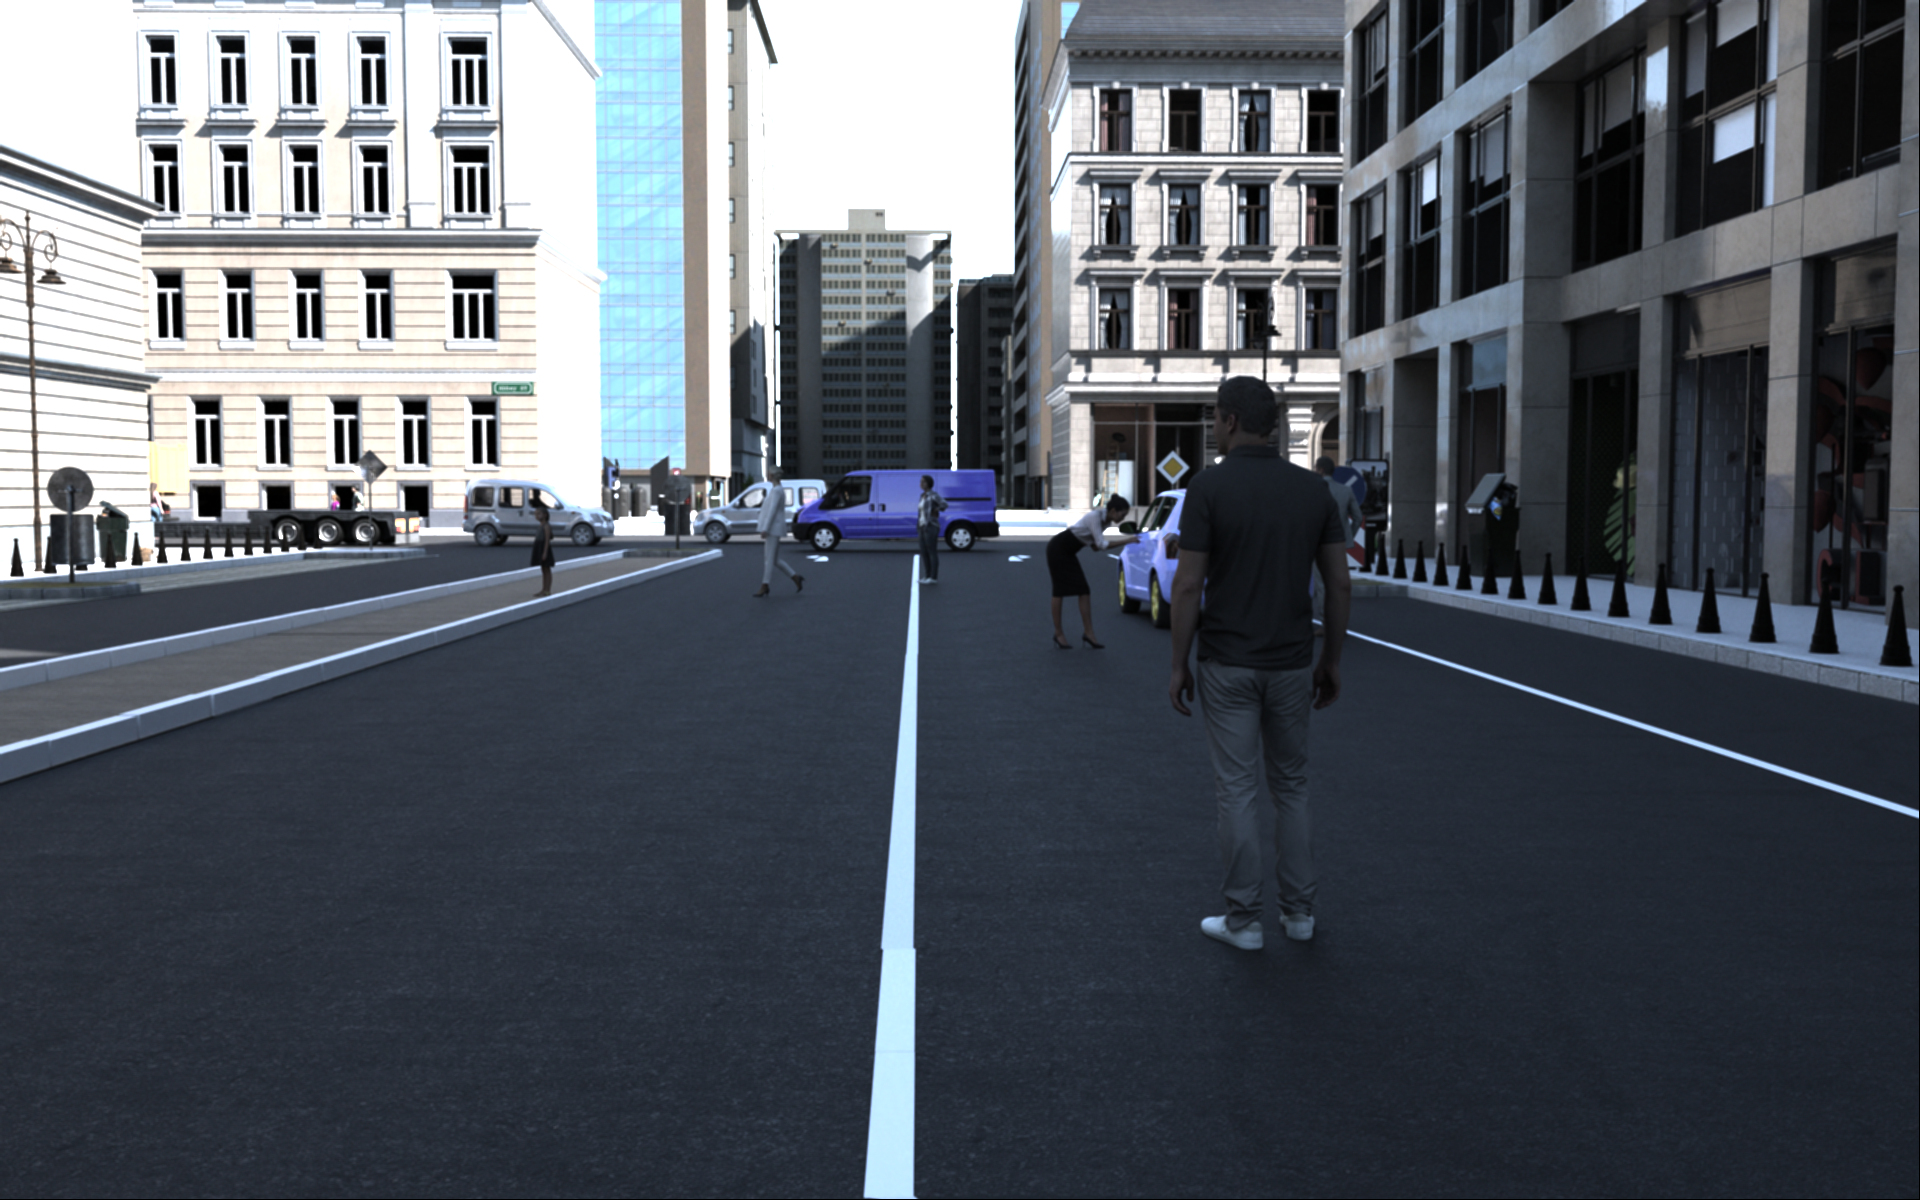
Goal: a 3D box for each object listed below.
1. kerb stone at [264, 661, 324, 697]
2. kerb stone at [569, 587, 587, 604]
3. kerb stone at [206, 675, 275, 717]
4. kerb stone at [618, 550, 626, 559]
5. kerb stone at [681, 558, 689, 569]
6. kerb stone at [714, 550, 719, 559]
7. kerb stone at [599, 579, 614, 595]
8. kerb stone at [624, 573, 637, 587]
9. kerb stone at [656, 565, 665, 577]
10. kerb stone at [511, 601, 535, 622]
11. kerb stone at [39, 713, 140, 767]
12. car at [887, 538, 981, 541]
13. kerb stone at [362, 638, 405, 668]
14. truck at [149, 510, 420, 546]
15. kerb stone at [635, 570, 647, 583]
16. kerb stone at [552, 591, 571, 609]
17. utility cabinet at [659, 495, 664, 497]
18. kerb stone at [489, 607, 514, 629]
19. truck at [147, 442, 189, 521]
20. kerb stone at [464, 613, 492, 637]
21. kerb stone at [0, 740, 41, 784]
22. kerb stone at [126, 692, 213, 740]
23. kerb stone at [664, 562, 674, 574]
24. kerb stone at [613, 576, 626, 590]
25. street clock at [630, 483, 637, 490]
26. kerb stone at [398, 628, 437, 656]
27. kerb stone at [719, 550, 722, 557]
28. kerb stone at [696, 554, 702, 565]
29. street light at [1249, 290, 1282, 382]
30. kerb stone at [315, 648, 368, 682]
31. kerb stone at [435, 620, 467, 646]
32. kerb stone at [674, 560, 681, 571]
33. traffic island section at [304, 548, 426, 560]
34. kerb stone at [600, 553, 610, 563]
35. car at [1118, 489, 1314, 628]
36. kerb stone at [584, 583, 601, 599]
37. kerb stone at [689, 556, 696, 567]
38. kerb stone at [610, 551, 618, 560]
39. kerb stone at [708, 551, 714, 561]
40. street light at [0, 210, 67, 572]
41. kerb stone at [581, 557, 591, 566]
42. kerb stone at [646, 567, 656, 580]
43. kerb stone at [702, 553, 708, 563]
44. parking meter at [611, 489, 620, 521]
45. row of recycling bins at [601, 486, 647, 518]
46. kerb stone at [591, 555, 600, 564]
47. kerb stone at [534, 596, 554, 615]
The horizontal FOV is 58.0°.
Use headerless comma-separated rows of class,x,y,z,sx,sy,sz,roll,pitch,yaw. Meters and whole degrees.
kerb stone,-4.894,0.584,12.640,0.120,0.150,1.000,0,4,-1
kerb stone,-5.129,-0.040,22.903,0.120,0.150,1.000,0,4,-1
kerb stone,-4.857,0.650,11.609,0.120,0.150,1.000,0,4,-1
kerb stone,-7.592,-0.986,38.313,0.120,0.150,1.000,0,4,-1
kerb stone,-5.373,-0.666,33.172,0.120,0.150,1.000,0,4,-1
kerb stone,-5.496,-0.982,38.306,0.120,0.150,1.000,0,4,-1
kerb stone,-5.176,-0.169,24.963,0.120,0.150,1.000,0,4,-1
kerb stone,-5.223,-0.295,27.013,0.120,0.150,1.000,0,4,-1
kerb stone,-5.299,-0.475,30.091,0.120,0.150,1.000,0,4,-1
kerb stone,-5.064,0.145,19.826,0.120,0.150,1.000,0,4,-1
kerb stone,-4.825,0.779,9.558,0.120,0.150,1.000,0,4,-1
car,-0.763,-2.513,53.669,3.894,1.354,1.945,0,4,0
kerb stone,-4.946,0.458,14.702,0.120,0.150,1.000,0,4,-1
truck,-24.825,-3.566,48.058,18.799,4.110,2.967,0,4,-2
kerb stone,-5.244,-0.358,28.043,0.120,0.150,1.000,0,4,-1
kerb stone,-5.111,0.022,21.879,0.120,0.150,1.000,0,4,-1
utility cabinet,-18.103,-5.756,105.270,0.306,1.237,1.020,-1,4,-8
kerb stone,-5.044,0.209,18.801,0.120,0.150,1.000,0,4,-1
truck,-31.327,-3.810,58.213,9.791,3.379,3.469,0,4,-1
kerb stone,-5.014,0.270,17.777,0.120,0.150,1.000,0,4,-1
kerb stone,-4.797,0.836,8.533,0.120,0.150,1.000,0,4,-1
kerb stone,-4.846,0.710,10.582,0.120,0.150,1.000,0,4,-1
kerb stone,-5.324,-0.546,31.115,0.120,0.150,1.000,0,4,-1
kerb stone,-5.203,-0.232,25.989,0.120,0.150,1.000,0,4,-1
street clock,-20.615,-6.408,109.345,0.358,2.002,0.471,2,4,24
kerb stone,-4.972,0.396,15.726,0.120,0.150,1.000,0,4,-1
kerb stone,-5.522,-1.049,39.338,0.120,0.150,1.000,0,4,-1
kerb stone,-5.420,-0.797,35.225,0.120,0.150,1.000,0,4,-1
street light,6.910,-4.070,39.333,0.468,5.910,1.993,0,4,-1
kerb stone,-4.917,0.522,13.668,0.120,0.150,1.000,0,4,-1
kerb stone,-4.989,0.333,16.750,0.120,0.150,1.000,0,4,-1
kerb stone,-5.350,-0.608,32.144,0.120,0.150,1.000,0,4,-1
traffic island section,-13.396,-1.044,39.343,2.009,0.180,2.903,0,4,-1
kerb stone,-7.538,-0.858,36.261,0.120,0.150,1.000,0,4,-1
car,2.835,-0.628,19.852,1.945,1.707,3.694,0,4,-3
kerb stone,-5.156,-0.106,23.937,0.120,0.150,1.000,0,4,-1
kerb stone,-5.398,-0.734,34.196,0.120,0.150,1.000,0,4,-1
kerb stone,-7.571,-0.918,37.285,0.120,0.150,1.000,0,4,-1
kerb stone,-5.466,-0.923,37.280,0.120,0.150,1.000,0,4,-1
street light,-15.167,-3.398,28.343,0.468,5.910,1.993,0,4,-1
kerb stone,-7.503,-0.735,34.207,0.120,0.150,1.000,0,4,-1
kerb stone,-5.276,-0.420,29.067,0.120,0.150,1.000,0,4,-1
kerb stone,-5.446,-0.853,36.249,0.120,0.150,1.000,0,4,-1
parking meter,-16.421,-4.533,82.523,0.372,1.533,0.369,0,3,0
row of recycling bins,-18.771,-5.317,94.045,3.534,1.692,1.069,-2,4,-24
kerb stone,-7.523,-0.793,35.232,0.120,0.150,1.000,0,4,-1
kerb stone,-5.091,0.087,20.854,0.120,0.150,1.000,0,4,-1
